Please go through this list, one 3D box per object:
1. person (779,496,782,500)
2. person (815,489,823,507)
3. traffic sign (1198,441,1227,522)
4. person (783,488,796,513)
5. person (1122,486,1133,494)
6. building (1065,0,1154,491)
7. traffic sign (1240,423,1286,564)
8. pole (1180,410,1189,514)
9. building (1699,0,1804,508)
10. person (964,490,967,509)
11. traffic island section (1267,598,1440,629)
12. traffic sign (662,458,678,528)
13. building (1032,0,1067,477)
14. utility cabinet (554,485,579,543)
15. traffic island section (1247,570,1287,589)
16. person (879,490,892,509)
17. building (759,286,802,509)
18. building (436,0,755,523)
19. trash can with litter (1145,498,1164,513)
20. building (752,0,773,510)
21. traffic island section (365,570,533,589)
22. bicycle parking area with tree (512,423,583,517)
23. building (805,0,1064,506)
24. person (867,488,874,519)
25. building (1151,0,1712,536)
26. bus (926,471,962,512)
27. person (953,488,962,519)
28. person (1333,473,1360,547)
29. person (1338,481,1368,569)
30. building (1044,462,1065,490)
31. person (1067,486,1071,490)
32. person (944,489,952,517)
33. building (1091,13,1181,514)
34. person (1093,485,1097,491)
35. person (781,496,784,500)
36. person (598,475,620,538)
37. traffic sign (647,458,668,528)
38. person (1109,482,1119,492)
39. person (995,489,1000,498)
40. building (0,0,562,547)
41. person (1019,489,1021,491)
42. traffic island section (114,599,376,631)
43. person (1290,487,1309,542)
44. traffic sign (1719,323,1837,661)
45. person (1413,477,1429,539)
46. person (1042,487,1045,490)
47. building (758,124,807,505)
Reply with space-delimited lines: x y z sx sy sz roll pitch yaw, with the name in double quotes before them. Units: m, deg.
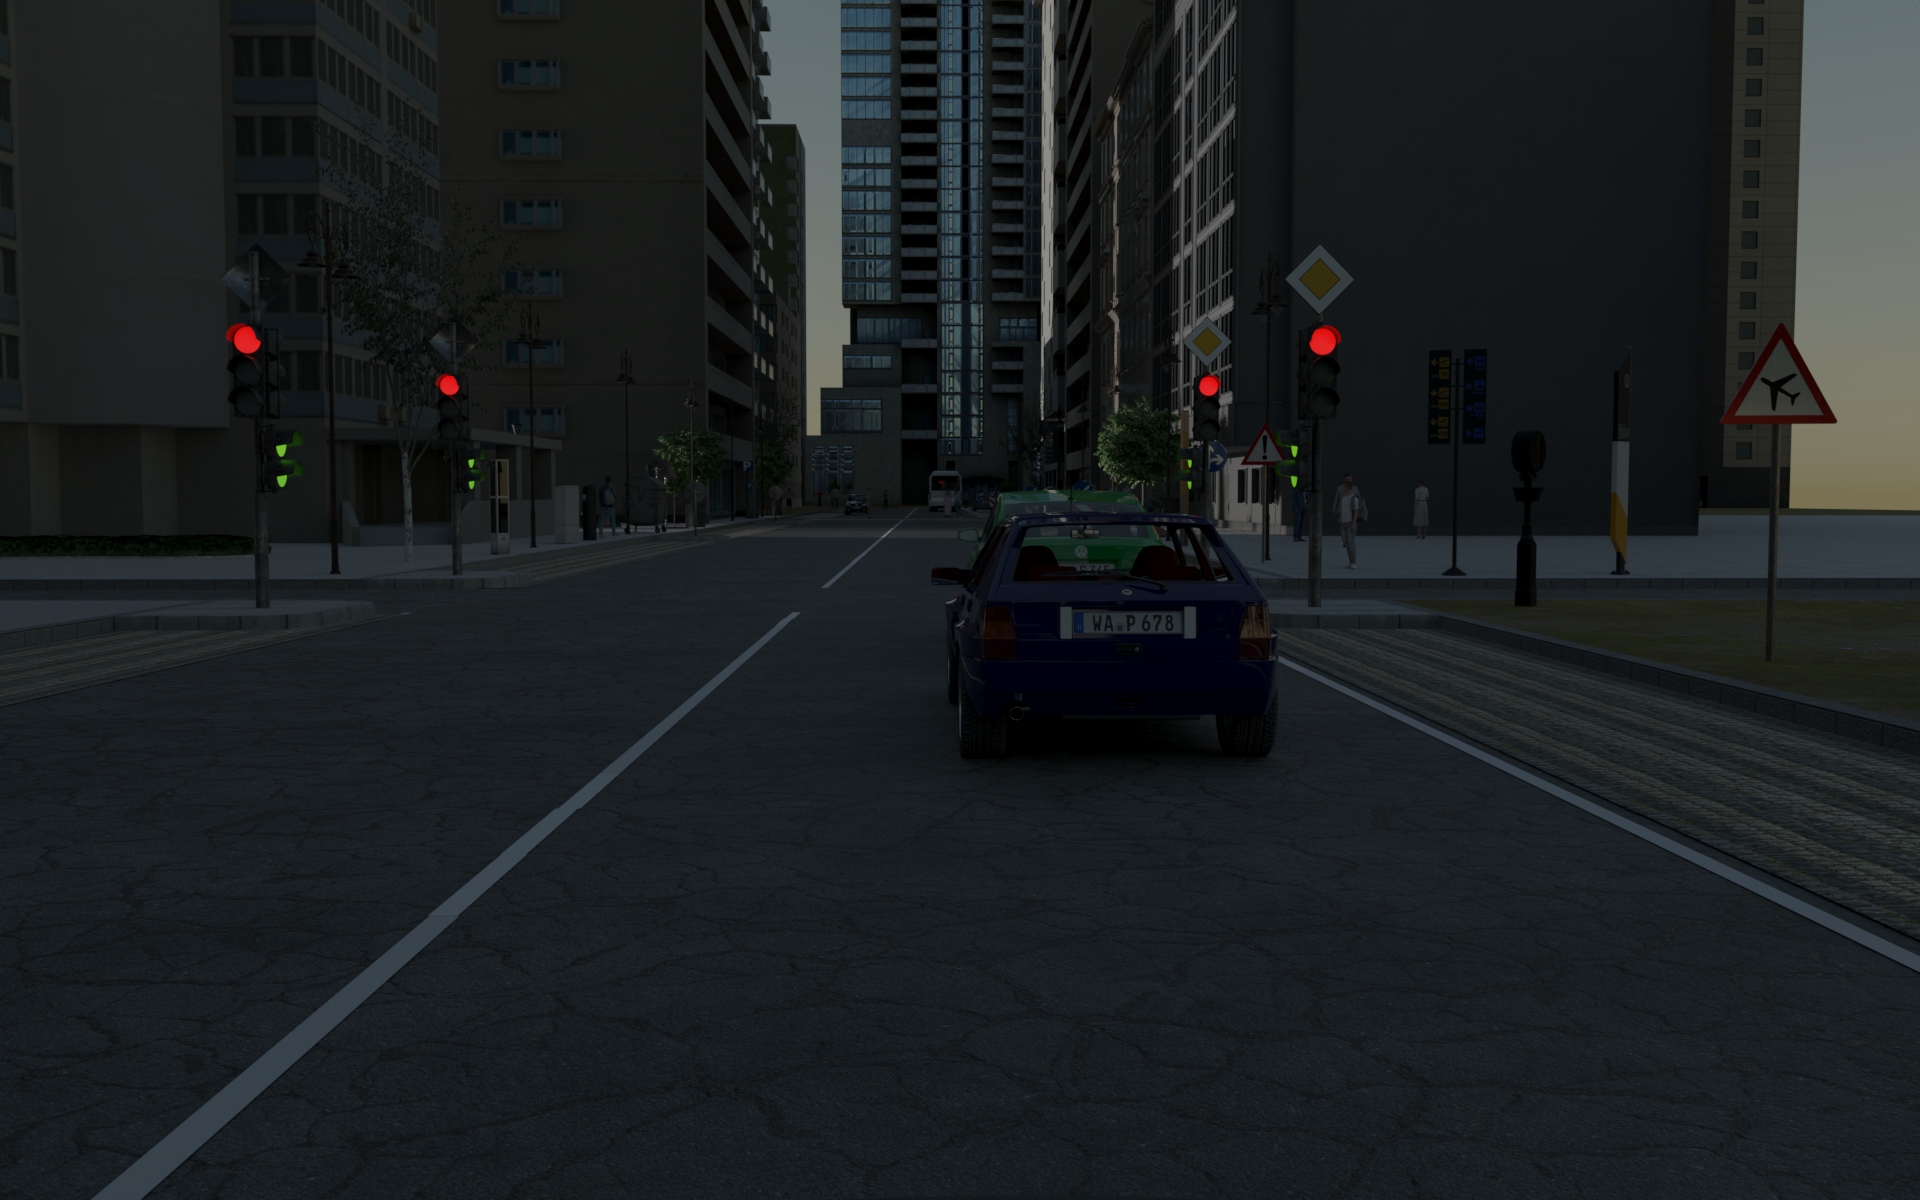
"person" -11.765 -6.364 111.563 0.593 1.643 0.415 -2 4 -35
"person" -14.467 -10.519 177.959 0.705 1.831 1.348 -3 5 -40
"traffic sign" 6.021 -2.536 41.573 0.768 2.556 0.104 0 4 5
"person" -11.716 -6.822 118.363 1.217 1.735 0.721 1 4 23
"person" 7.234 -4.173 74.367 0.635 1.810 0.391 3 4 37
"building" 18.497 -30.070 115.343 21.300 48.544 21.600 0 4 -1
"traffic sign" 5.596 -1.949 31.875 0.884 2.594 0.081 0 4 0
"pole" 5.481 -2.963 42.289 0.158 3.312 0.155 0 3 0
"building" 65.157 -44.479 165.477 20.611 71.187 20.563 0 4 -1
"person" 0.539 -9.992 171.848 0.705 1.826 1.348 0 4 -4
"traffic island section" 4.058 0.157 19.718 2.009 0.180 2.903 0 4 -1
"traffic sign" -10.569 -3.805 62.218 0.884 2.594 0.081 0 4 8
"building" 21.737 -34.959 160.820 28.713 52.752 27.495 0 4 -1
"utility cabinet" -10.202 -2.215 44.891 0.318 1.500 1.173 0 4 5
"traffic island section" 3.934 -0.332 27.702 2.009 0.180 2.903 0 4 -1
"person" -7.067 -9.570 164.955 1.348 1.826 0.705 0 4 6
"building" -30.380 -19.394 162.124 28.899 21.520 27.650 0 4 -1
"building" -22.021 -28.245 85.516 21.300 48.544 21.600 0 4 -1
"trash can with litter" 5.916 -2.466 51.704 0.624 1.170 1.055 -1 4 -16
"building" -26.158 -31.319 131.666 23.786 49.044 30.456 0 4 -1
"traffic island section" -8.006 -0.321 27.522 2.009 0.180 2.903 0 4 -1
"bicycle parking area with tree" -20.456 -5.167 71.485 8.231 4.147 9.016 3 4 38
"building" -1.635 -54.174 198.416 31.000 86.520 22.319 0 4 -1
"person" -5.205 -5.605 100.485 0.374 1.781 0.599 -1 4 -9
"building" 15.464 -16.549 64.087 14.314 27.812 24.014 0 4 -1
"bus" -1.335 -9.147 144.408 2.948 3.499 13.247 0 4 -2
"person" -0.126 -5.529 99.163 0.793 1.790 0.793 3 4 37
"person" 9.373 -2.176 41.887 0.678 1.792 0.850 0 4 3
"person" 6.716 -1.292 29.759 0.503 1.515 0.523 3 5 39
"building" 17.613 -42.687 136.183 20.563 71.187 20.611 0 4 -1
"person" 5.772 -5.229 92.377 0.563 1.720 0.643 -1 4 -22
"person" -0.743 -6.024 107.653 0.551 1.740 0.621 -1 4 -11
"building" 14.100 -17.911 90.104 12.463 27.353 25.104 0 4 -1
"person" 6.984 -5.046 89.219 0.731 1.740 0.598 2 4 26
"person" -11.991 -6.709 116.252 0.721 1.766 1.217 -1 4 -16
"person" -10.290 -2.715 50.423 0.794 1.824 0.713 2 4 33
"traffic sign" -10.683 -3.731 61.100 0.768 2.556 0.104 0 4 6
"person" 6.571 -4.082 72.979 0.583 1.804 0.606 -3 5 -40
"person" 3.735 -10.236 173.499 1.348 1.812 0.705 -1 4 -23
"building" -28.882 -21.852 49.161 32.217 40.220 23.993 0 4 -1
"person" 5.436 -9.163 156.418 0.990 1.755 0.434 1 4 14
"traffic island section" -7.882 0.168 19.538 2.009 0.180 2.903 0 4 -1
"person" 9.161 -2.480 46.777 0.419 1.800 0.721 3 5 44
"traffic sign" 6.230 -0.810 13.248 0.884 2.594 0.081 0 4 1
"person" 13.074 -2.607 49.240 0.480 1.755 0.524 -2 4 -23
"person" 6.396 -7.757 132.856 1.348 1.826 0.705 3 5 44
"building" -24.613 -31.251 194.542 14.086 41.232 14.154 0 4 -1
